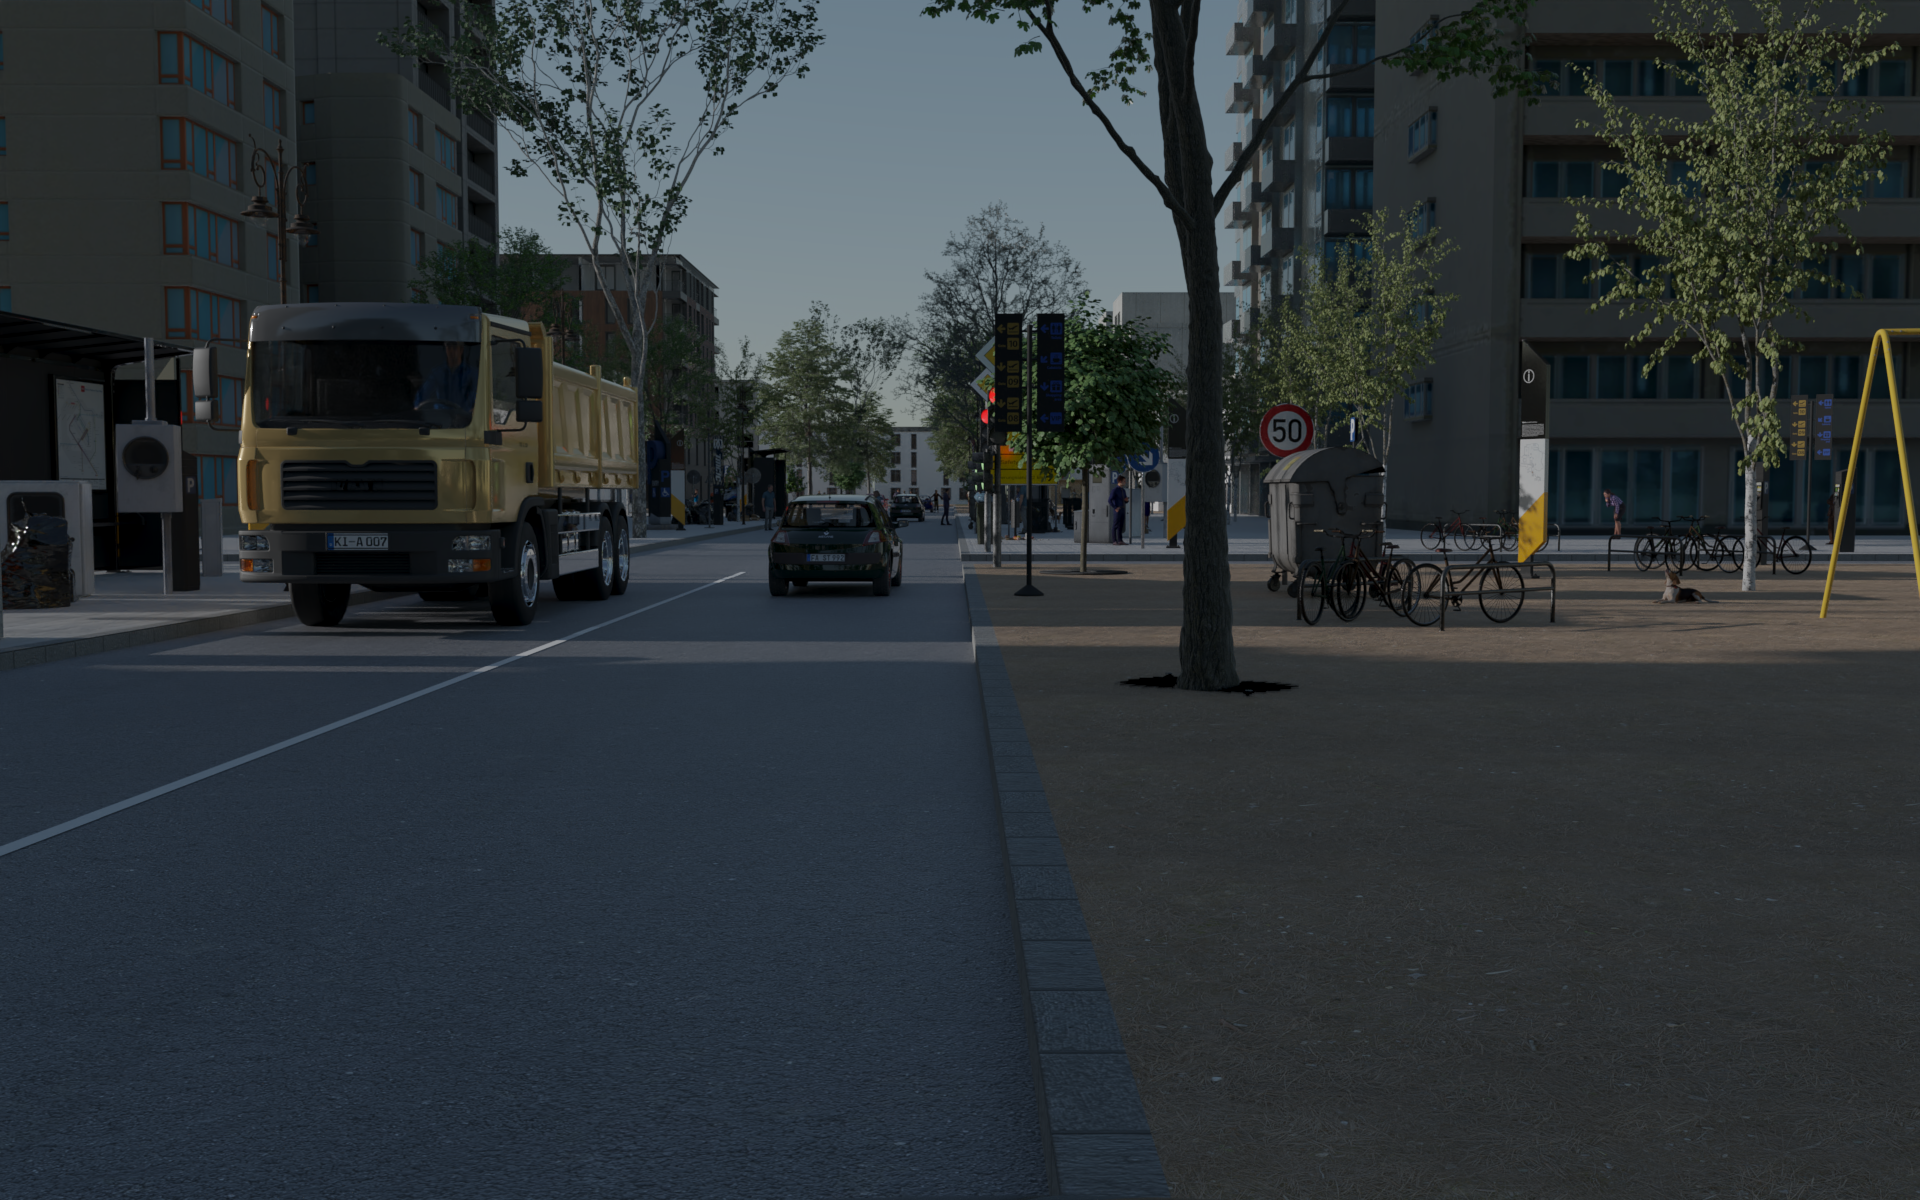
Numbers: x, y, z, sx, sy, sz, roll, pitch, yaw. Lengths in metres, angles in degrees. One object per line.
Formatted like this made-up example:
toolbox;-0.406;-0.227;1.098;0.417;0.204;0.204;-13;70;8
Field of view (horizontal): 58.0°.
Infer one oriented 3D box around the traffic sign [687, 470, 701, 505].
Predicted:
traffic sign;-14.012;-5.565;91.091;0.768;2.556;0.104;1;4;9

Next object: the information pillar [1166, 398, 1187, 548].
information pillar;5.130;-3.031;40.903;0.504;3.616;0.183;0;4;4

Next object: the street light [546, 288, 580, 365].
street light;-8.921;-4.053;39.047;0.468;5.910;1.993;0;4;0

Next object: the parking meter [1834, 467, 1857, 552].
parking meter;19.472;-1.982;38.121;0.399;1.863;0.255;0;4;0

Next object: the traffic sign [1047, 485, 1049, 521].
traffic sign;4.051;-4.878;79.865;0.768;2.556;0.104;0;4;1

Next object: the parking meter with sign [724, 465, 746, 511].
parking meter with sign;-13.480;-6.643;104.873;1.738;3.016;0.543;2;4;30

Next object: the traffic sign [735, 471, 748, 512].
traffic sign;-12.039;-5.844;95.655;0.768;2.556;0.104;0;4;4

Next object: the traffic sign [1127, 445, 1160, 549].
traffic sign;4.305;-2.484;40.715;0.768;2.556;0.104;0;3;0

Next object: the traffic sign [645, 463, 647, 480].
traffic sign;-12.198;-4.089;66.856;0.884;2.594;0.081;0;4;6

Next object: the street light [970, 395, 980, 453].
street light;0.816;-6.569;80.195;0.468;5.910;1.993;0;4;0

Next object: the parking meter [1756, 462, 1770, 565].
parking meter;14.432;-1.567;31.326;0.255;1.863;0.399;3;5;43

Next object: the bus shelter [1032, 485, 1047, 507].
bus shelter;3.782;-5.937;90.991;2.014;3.302;5.546;0;4;0

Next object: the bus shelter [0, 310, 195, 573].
bus shelter;-13.142;-2.076;25.220;1.731;3.624;6.357;0;4;0

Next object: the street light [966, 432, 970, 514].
street light;0.630;-8.582;113.101;0.468;5.910;1.993;0;4;0

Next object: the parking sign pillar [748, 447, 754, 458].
parking sign pillar;-11.367;-6.731;98.532;1.447;3.967;1.447;-1;4;-20

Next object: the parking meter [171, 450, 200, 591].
parking meter;-10.292;-1.054;22.946;0.255;1.863;0.399;0;4;7

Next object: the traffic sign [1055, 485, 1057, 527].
traffic sign;3.619;-3.986;65.281;0.768;2.556;0.104;0;4;1

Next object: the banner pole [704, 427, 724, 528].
banner pole;-9.247;-4.603;65.279;0.863;3.779;0.401;-2;4;-35

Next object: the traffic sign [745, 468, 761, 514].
traffic sign;-10.082;-5.156;84.414;0.768;2.556;0.104;0;4;1

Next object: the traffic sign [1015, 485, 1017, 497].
traffic sign;2.131;-4.054;66.396;0.768;2.556;0.104;0;4;3

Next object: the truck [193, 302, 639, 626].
truck;-5.963;-1.531;20.961;3.469;3.379;9.791;0;4;-1

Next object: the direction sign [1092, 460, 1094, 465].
direction sign;4.081;-3.415;47.839;0.876;3.537;0.379;-1;4;-12

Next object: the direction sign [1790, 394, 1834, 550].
direction sign;19.406;-2.908;39.537;0.876;3.537;0.379;3;5;40

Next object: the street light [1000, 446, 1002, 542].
street light;1.043;-4.478;46.000;0.468;5.910;1.993;0;4;0

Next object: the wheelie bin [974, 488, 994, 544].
wheelie bin;0.698;-2.219;44.194;0.693;1.594;0.980;0;4;-2

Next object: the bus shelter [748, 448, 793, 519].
bus shelter;-9.897;-6.085;90.780;1.731;3.624;6.357;0;4;0

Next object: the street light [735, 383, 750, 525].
street light;-9.073;-6.096;72.464;0.468;5.910;1.993;0;4;0

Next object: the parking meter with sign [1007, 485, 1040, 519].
parking meter with sign;3.184;-5.575;87.416;1.738;3.016;0.543;0;4;7

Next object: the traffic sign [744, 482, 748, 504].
traffic sign;-12.407;-6.186;101.149;0.884;2.594;0.081;1;4;9

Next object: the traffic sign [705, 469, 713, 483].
traffic sign;-12.067;-5.188;84.824;0.884;2.594;0.081;0;4;3

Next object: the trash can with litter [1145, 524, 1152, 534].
trash can with litter;5.647;-2.736;56.115;1.055;1.170;0.624;-1;4;-11

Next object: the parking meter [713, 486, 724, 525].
parking meter;-9.978;-4.029;71.590;0.399;1.863;0.255;2;4;29

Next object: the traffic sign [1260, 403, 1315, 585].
traffic sign;4.587;-1.485;24.389;0.768;2.556;0.104;0;4;1

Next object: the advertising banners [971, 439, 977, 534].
advertising banners;0.578;-3.669;56.181;0.090;3.025;2.074;1;4;13

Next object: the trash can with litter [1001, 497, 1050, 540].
trash can with litter;1.661;-2.314;48.884;1.678;1.210;2.233;0;4;1

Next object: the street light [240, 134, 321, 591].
street light;-8.854;-3.054;22.729;0.468;5.910;1.993;0;4;0

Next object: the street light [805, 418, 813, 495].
street light;-9.150;-8.109;105.371;0.468;5.910;1.993;0;4;0

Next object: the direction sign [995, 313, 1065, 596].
direction sign;0.873;-1.822;21.782;0.876;3.537;0.379;0;4;2

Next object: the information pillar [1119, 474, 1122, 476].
information pillar;4.684;-2.908;52.045;0.304;2.012;0.304;-1;4;-10

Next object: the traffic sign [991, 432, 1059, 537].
traffic sign;1.756;-3.473;50.652;2.265;3.308;0.079;0;4;2

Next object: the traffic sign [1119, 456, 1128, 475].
traffic sign;4.324;-2.964;48.572;0.768;2.556;0.104;0;4;5

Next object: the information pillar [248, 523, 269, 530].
information pillar;-16.457;-3.008;40.539;0.183;3.616;0.504;3;5;42

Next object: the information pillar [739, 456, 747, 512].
information pillar;-12.873;-6.794;102.436;0.504;3.616;0.183;-2;4;-25

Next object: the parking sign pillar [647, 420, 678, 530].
parking sign pillar;-10.869;-4.532;62.576;1.447;3.967;1.447;-2;4;-29

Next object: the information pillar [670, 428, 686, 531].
information pillar;-9.908;-4.251;60.864;0.504;3.616;0.183;-1;4;-17

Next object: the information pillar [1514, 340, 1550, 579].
information pillar;8.663;-2.129;26.163;0.183;3.616;0.504;-2;4;-30

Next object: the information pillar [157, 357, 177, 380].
information pillar;-13.367;-2.322;29.312;0.504;3.616;0.183;2;4;28
